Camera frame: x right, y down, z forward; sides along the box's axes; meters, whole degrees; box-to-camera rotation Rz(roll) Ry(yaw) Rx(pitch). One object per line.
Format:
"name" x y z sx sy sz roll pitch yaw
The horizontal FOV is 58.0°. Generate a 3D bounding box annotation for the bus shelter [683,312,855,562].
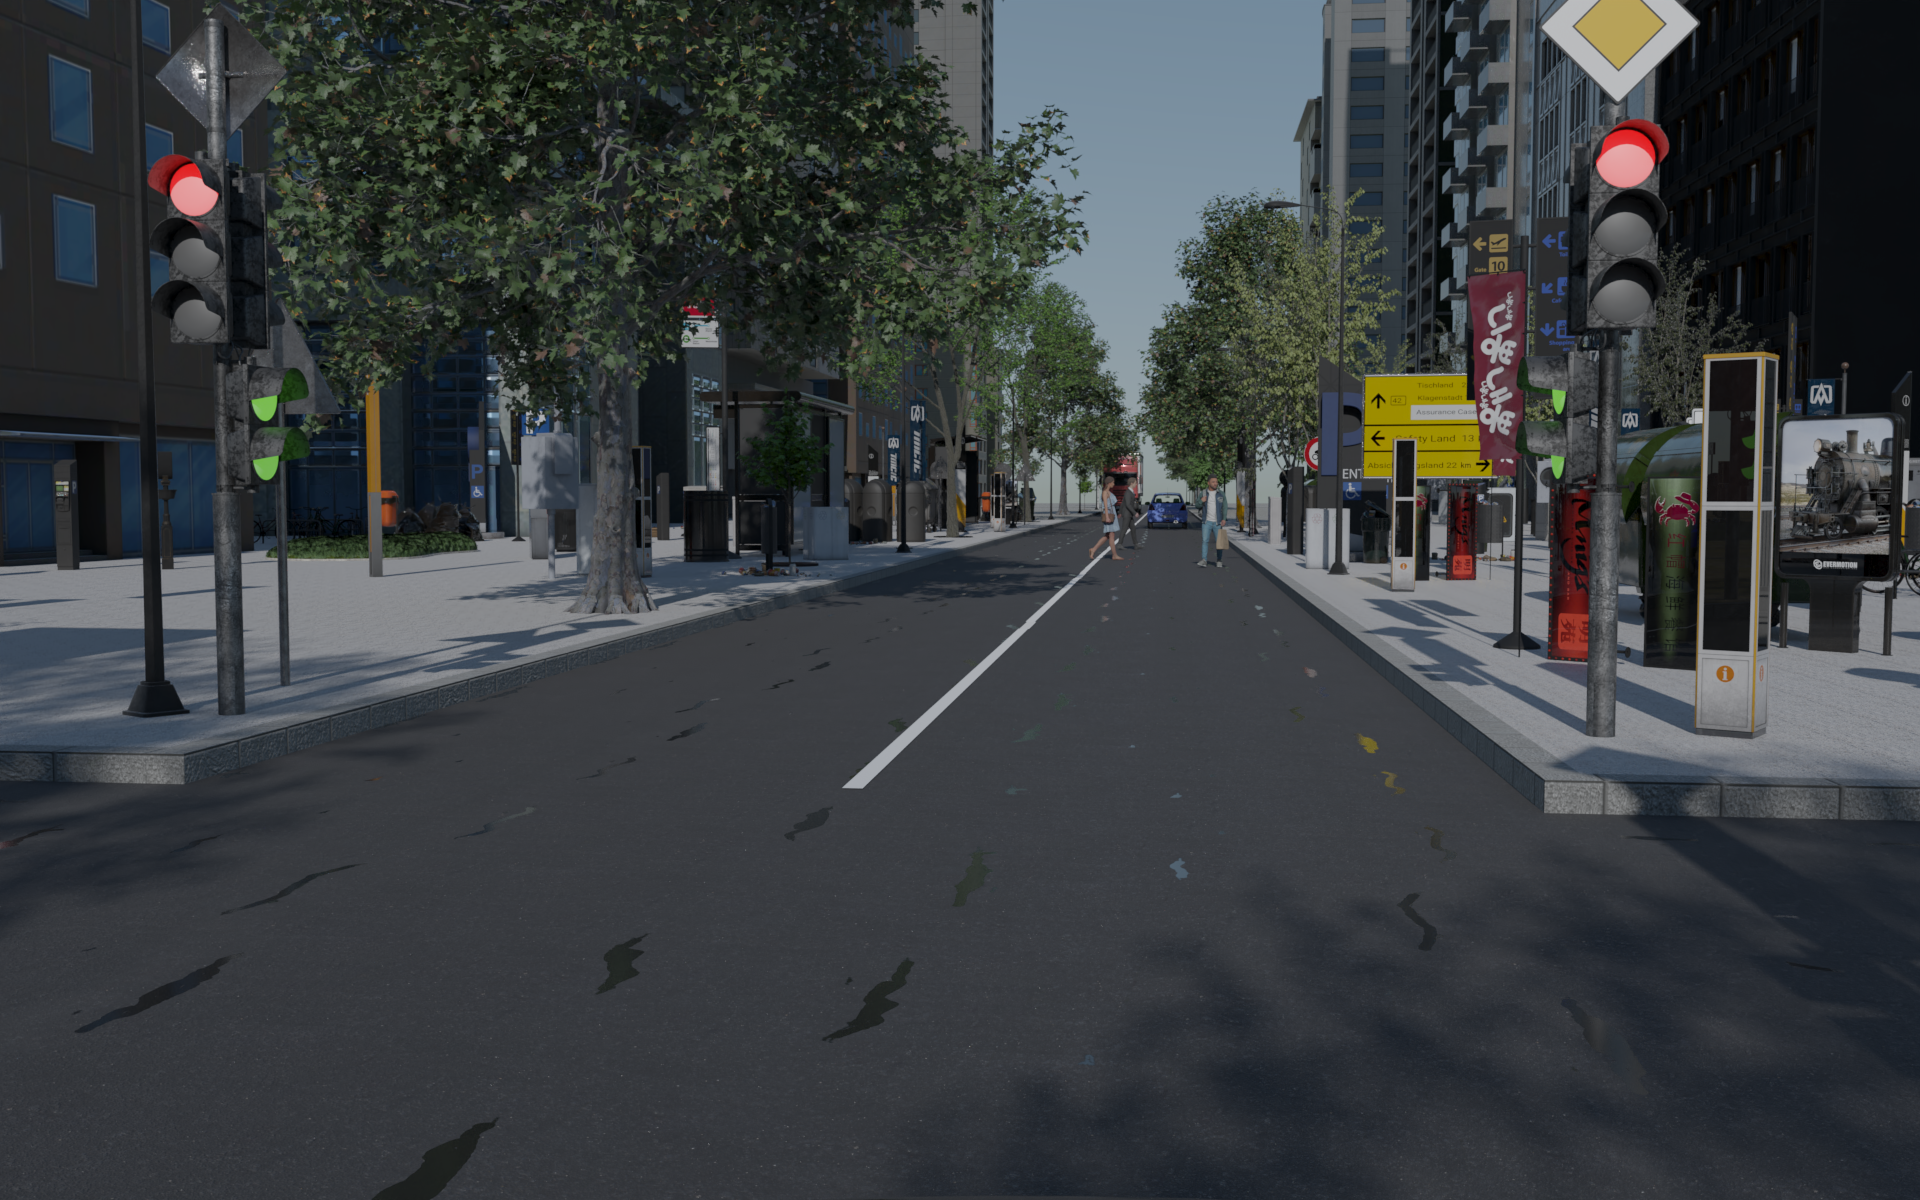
"bus shelter" -4.093 -3.610 36.651 2.179 5.291 8.768 0 4 7

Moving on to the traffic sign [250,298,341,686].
"traffic sign" -4.519 -0.705 11.526 0.884 2.594 0.081 1 4 15

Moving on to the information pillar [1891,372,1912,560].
"information pillar" 18.000 -2.558 33.183 0.504 3.616 0.183 -2 4 -28

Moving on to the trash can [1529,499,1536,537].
"trash can" 17.514 -2.478 52.171 0.748 1.137 0.748 0 3 0

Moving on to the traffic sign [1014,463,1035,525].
"traffic sign" 2.676 -4.375 71.543 0.884 2.594 0.081 1 4 8

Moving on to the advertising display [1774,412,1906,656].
"advertising display" 7.113 -0.540 14.049 0.123 1.923 0.974 -3 4 -36

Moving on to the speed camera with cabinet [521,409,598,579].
"speed camera with cabinet" -5.852 -1.996 26.964 0.660 3.252 2.038 3 4 36

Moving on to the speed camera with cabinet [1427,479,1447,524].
"speed camera with cabinet" 20.636 -4.860 73.789 0.660 3.252 2.038 -1 4 -13

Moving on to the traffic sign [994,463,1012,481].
"traffic sign" 1.758 -4.351 71.247 0.768 2.556 0.104 1 4 11

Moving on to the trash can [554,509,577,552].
"trash can" -8.722 -1.634 38.374 0.748 1.137 0.748 0 3 0

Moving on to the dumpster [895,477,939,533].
"dumpster" -1.447 -3.175 57.672 1.264 1.857 1.865 0 4 7

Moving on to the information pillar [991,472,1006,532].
"information pillar" 1.343 -3.308 58.578 0.304 2.012 0.304 2 4 31

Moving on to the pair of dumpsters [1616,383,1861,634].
"pair of dumpsters" 7.387 -0.888 17.012 1.574 2.255 4.437 0 4 7

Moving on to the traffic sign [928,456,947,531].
"traffic sign" -0.663 -3.633 59.409 0.884 2.594 0.081 1 4 12

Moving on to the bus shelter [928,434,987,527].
"bus shelter" -0.053 -4.889 71.225 1.731 3.624 6.357 0 4 7

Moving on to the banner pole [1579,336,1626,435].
"banner pole" 9.002 -2.128 24.814 0.401 3.779 0.863 -1 4 -20

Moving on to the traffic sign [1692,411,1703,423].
"traffic sign" 9.083 -1.141 20.793 0.606 2.300 0.079 1 4 15

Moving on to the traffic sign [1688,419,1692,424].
"traffic sign" 10.030 -1.290 23.218 0.606 2.300 0.079 1 4 14

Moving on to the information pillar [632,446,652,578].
"information pillar" -4.930 -1.350 26.569 0.304 2.012 0.304 1 4 15

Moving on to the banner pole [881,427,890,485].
"banner pole" -2.618 -4.546 64.338 0.863 3.779 0.401 0 4 4

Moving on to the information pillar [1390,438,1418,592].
"information pillar" 5.825 -1.116 22.738 0.304 2.012 0.304 1 4 11

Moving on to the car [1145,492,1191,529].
"car" 8.782 -3.896 73.289 1.945 1.707 3.694 0 4 7

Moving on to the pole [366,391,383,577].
"pole" -9.035 -2.009 26.697 0.158 3.312 0.155 0 3 0

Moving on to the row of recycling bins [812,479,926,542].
"row of recycling bins" -2.571 -2.423 46.733 3.534 1.692 1.069 1 4 21

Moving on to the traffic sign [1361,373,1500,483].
"traffic sign" 7.929 -2.162 29.227 2.265 3.308 0.079 1 4 12

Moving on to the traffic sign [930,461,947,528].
"traffic sign" -0.777 -3.988 65.303 0.768 2.556 0.104 1 4 14

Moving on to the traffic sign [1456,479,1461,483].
"traffic sign" 8.700 -1.841 30.214 0.768 2.556 0.104 1 4 14

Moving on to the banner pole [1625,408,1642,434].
"banner pole" 17.021 -3.331 44.482 0.863 3.779 0.401 0 4 8

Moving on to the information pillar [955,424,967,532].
"information pillar" 0.014 -4.079 58.047 0.183 3.616 0.504 3 5 40

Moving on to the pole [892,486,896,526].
"pole" -2.681 -4.675 70.287 0.158 3.312 0.155 0 3 0

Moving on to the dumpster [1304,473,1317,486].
"dumpster" 17.085 -4.915 82.855 1.502 2.255 1.985 0 4 7

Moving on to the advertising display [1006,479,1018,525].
"advertising display" 1.937 -4.108 72.385 0.974 1.923 0.123 -1 4 -14

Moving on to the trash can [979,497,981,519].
"trash can" 0.719 -4.486 85.007 0.748 1.137 0.748 0 3 0

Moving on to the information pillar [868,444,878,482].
"information pillar" -4.081 -5.498 81.247 0.504 3.616 0.183 0 4 -7

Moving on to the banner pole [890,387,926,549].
"banner pole" -1.118 -3.095 40.620 0.863 3.779 0.401 -3 4 -37

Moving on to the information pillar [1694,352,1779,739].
"information pillar" 4.118 -0.287 9.191 0.304 2.012 0.304 3 4 38

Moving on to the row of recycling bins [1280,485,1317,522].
"row of recycling bins" 15.864 -4.469 80.187 1.069 1.692 3.534 2 4 35

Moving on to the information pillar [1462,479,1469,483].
"information pillar" 23.864 -4.729 81.813 0.304 2.012 0.304 2 4 24

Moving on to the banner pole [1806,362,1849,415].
"banner pole" 16.608 -2.636 33.114 0.863 3.779 0.401 1 4 20

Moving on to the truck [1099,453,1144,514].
"truck" 11.315 -8.024 120.100 2.839 4.237 11.283 0 4 8

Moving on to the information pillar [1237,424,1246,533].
"information pillar" 9.387 -4.067 57.852 0.183 3.616 0.504 -1 4 -14

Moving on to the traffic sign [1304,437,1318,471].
"traffic sign" 7.972 -2.330 38.208 0.768 2.556 0.104 1 4 13

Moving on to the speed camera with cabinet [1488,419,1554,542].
"speed camera with cabinet" 14.968 -3.162 46.030 2.038 3.252 0.660 1 4 18
